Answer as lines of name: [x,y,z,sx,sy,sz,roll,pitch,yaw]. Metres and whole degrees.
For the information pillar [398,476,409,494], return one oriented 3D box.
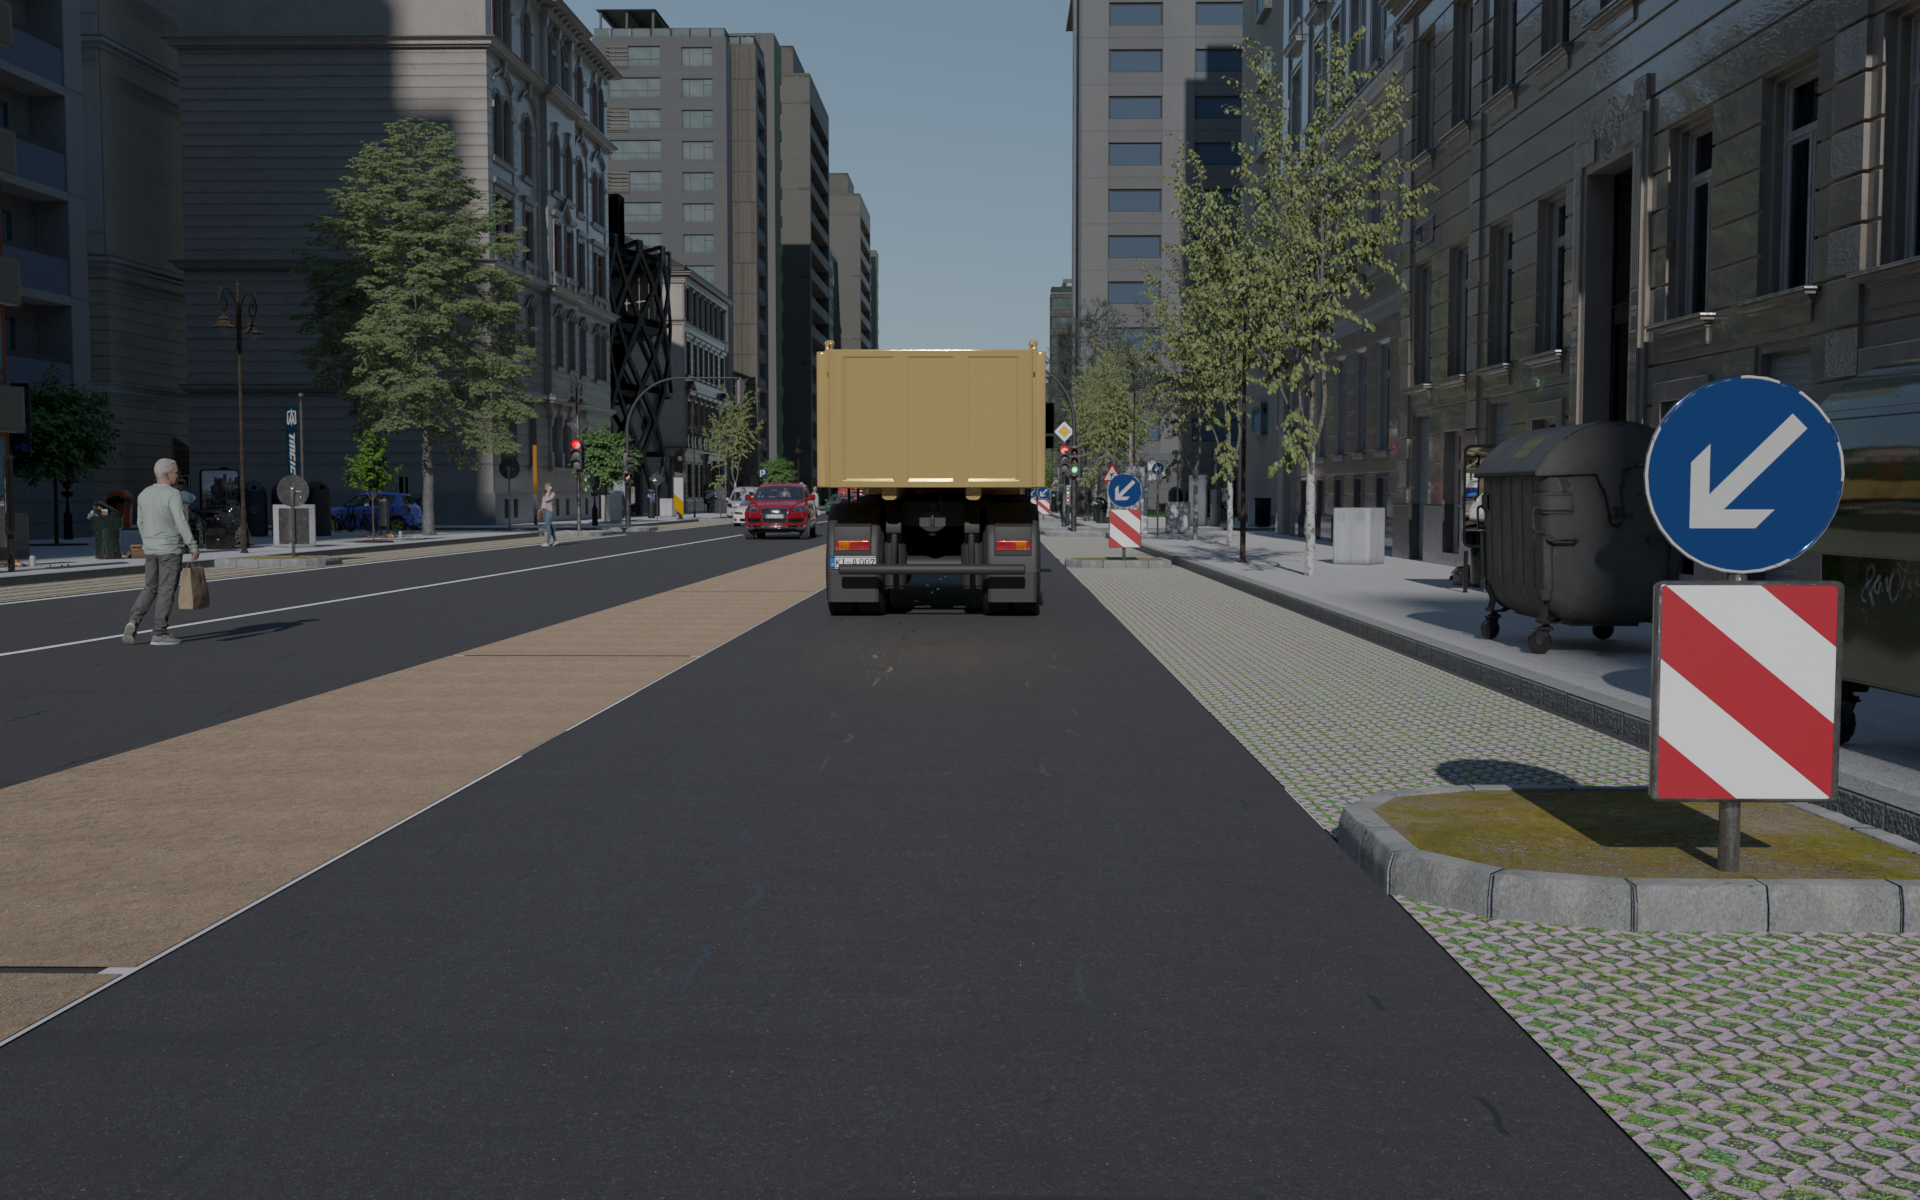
information pillar: [-22.447,-4.001,69.913,0.304,2.012,0.304,1,4,21]

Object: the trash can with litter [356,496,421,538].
trash can with litter: [-17.110,-2.460,51.275,1.678,1.210,2.233,-3,5,-41]

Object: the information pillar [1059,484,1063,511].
information pillar: [7.575,-7.624,129.141,0.304,2.012,0.304,2,4,34]

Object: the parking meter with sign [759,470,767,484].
parking meter with sign: [-13.765,-7.795,123.709,0.543,3.016,1.738,1,4,15]

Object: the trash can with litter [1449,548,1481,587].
trash can with litter: [7.132,-0.770,23.978,0.624,1.170,1.055,-1,4,-16]

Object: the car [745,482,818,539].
car: [-5.783,-2.915,56.328,2.281,1.827,5.304,0,4,-1]

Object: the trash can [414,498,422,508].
trash can: [-21.594,-3.467,68.334,0.748,1.137,0.748,0,3,0]

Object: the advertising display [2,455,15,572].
advertising display: [-15.788,-1.440,28.765,0.123,1.923,0.974,-2,4,-30]

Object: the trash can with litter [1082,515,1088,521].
trash can with litter: [6.248,-4.287,81.487,1.055,1.170,0.624,1,4,12]

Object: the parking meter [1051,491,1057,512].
parking meter: [6.687,-7.020,123.194,0.372,1.533,0.369,0,3,0]

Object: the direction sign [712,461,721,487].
direction sign: [-16.598,-7.771,119.052,0.876,3.537,0.379,-2,4,-32]

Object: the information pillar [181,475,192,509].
information pillar: [-30.344,-3.883,67.976,0.304,2.012,0.304,-1,4,-11]

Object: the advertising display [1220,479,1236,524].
advertising display: [11.629,-4.274,75.093,0.123,1.923,0.974,-2,4,-27]

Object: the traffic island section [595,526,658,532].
traffic island section: [-12.936,-2.762,67.437,2.009,0.180,2.903,0,4,1]

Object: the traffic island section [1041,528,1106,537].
traffic island section: [3.894,-2.253,59.115,2.009,0.180,2.903,0,4,1]

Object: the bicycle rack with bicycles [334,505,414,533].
bicycle rack with bicycles: [-19.963,-2.753,58.389,2.852,0.926,2.925,2,4,24]

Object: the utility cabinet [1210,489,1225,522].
utility cabinet: [11.529,-4.210,77.513,0.318,1.500,1.173,2,4,28]

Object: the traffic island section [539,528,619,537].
traffic island section: [-13.094,-2.274,59.453,2.009,0.180,2.903,0,4,1]

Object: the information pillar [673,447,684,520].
information pillar: [-14.136,-5.851,87.016,0.504,3.616,0.183,-2,4,-27]

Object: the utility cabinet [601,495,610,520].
utility cabinet: [-17.452,-4.546,85.488,0.306,1.237,1.020,0,4,0]

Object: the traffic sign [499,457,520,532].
traffic sign: [-15.407,-3.615,59.210,0.768,2.556,0.104,1,4,11]

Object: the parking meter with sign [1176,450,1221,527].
parking meter with sign: [9.417,-4.414,68.438,1.738,3.016,0.543,1,4,18]

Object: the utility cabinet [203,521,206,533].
utility cabinet: [-23.631,-2.827,54.899,0.318,1.500,1.173,0,4,-3]

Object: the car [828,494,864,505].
car: [-4.966,-4.149,79.631,2.131,1.459,4.920,0,4,1]

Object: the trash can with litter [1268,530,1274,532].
trash can with litter: [11.122,-2.892,58.336,1.678,1.210,2.233,-1,4,-14]

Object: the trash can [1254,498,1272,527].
trash can: [11.653,-3.365,66.669,0.748,1.137,0.748,0,3,0]

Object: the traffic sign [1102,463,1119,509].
traffic sign: [6.419,-4.469,73.079,0.884,2.594,0.081,1,4,9]

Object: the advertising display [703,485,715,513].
advertising display: [-17.462,-7.061,120.659,0.123,1.923,0.974,3,5,40]

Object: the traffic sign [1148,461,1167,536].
traffic sign: [6.030,-3.101,52.826,0.606,2.300,0.079,0,4,5]

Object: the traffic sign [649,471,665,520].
traffic sign: [-14.951,-5.155,85.467,0.795,2.450,0.064,1,4,9]

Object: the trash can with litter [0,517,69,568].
trash can with litter: [-17.135,-1.212,30.876,2.233,1.210,1.678,3,4,37]

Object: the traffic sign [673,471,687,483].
traffic sign: [-14.652,-5.531,90.546,0.768,2.556,0.104,0,4,5]

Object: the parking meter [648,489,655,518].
parking meter: [-16.268,-5.069,91.288,0.372,1.533,0.369,0,3,0]

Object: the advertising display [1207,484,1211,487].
advertising display: [15.576,-6.340,108.871,0.123,1.923,0.974,2,4,28]

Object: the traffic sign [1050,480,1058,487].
traffic sign: [6.975,-7.696,125.837,0.884,2.594,0.081,0,4,1]

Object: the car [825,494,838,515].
car: [-8.354,-6.706,121.447,2.131,1.459,4.920,0,4,2]

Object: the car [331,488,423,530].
car: [-21.595,-3.288,63.356,3.694,1.707,1.945,0,4,1]

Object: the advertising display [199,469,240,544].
advertising display: [-19.141,-2.422,44.811,0.974,1.923,0.123,-3,4,-39]

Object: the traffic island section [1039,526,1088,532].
traffic island section: [4.052,-2.741,67.099,2.009,0.180,2.903,0,4,1]

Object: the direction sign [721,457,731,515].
direction sign: [-14.075,-6.939,105.448,0.379,3.537,0.876,0,4,4]

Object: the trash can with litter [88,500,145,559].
trash can with litter: [-16.636,-1.401,34.287,1.055,1.170,0.624,-3,5,-39]

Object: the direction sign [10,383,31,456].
direction sign: [-19.433,-2.652,35.357,0.876,3.537,0.379,-1,4,-12]

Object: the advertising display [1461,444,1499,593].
advertising display: [7.006,-1.054,22.452,0.974,1.923,0.123,0,4,7]

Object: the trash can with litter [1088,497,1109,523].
trash can with litter: [6.311,-3.955,76.059,0.624,1.170,1.055,3,5,43]

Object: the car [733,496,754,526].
car: [-9.026,-4.023,78.134,2.083,1.381,4.827,0,4,3]
